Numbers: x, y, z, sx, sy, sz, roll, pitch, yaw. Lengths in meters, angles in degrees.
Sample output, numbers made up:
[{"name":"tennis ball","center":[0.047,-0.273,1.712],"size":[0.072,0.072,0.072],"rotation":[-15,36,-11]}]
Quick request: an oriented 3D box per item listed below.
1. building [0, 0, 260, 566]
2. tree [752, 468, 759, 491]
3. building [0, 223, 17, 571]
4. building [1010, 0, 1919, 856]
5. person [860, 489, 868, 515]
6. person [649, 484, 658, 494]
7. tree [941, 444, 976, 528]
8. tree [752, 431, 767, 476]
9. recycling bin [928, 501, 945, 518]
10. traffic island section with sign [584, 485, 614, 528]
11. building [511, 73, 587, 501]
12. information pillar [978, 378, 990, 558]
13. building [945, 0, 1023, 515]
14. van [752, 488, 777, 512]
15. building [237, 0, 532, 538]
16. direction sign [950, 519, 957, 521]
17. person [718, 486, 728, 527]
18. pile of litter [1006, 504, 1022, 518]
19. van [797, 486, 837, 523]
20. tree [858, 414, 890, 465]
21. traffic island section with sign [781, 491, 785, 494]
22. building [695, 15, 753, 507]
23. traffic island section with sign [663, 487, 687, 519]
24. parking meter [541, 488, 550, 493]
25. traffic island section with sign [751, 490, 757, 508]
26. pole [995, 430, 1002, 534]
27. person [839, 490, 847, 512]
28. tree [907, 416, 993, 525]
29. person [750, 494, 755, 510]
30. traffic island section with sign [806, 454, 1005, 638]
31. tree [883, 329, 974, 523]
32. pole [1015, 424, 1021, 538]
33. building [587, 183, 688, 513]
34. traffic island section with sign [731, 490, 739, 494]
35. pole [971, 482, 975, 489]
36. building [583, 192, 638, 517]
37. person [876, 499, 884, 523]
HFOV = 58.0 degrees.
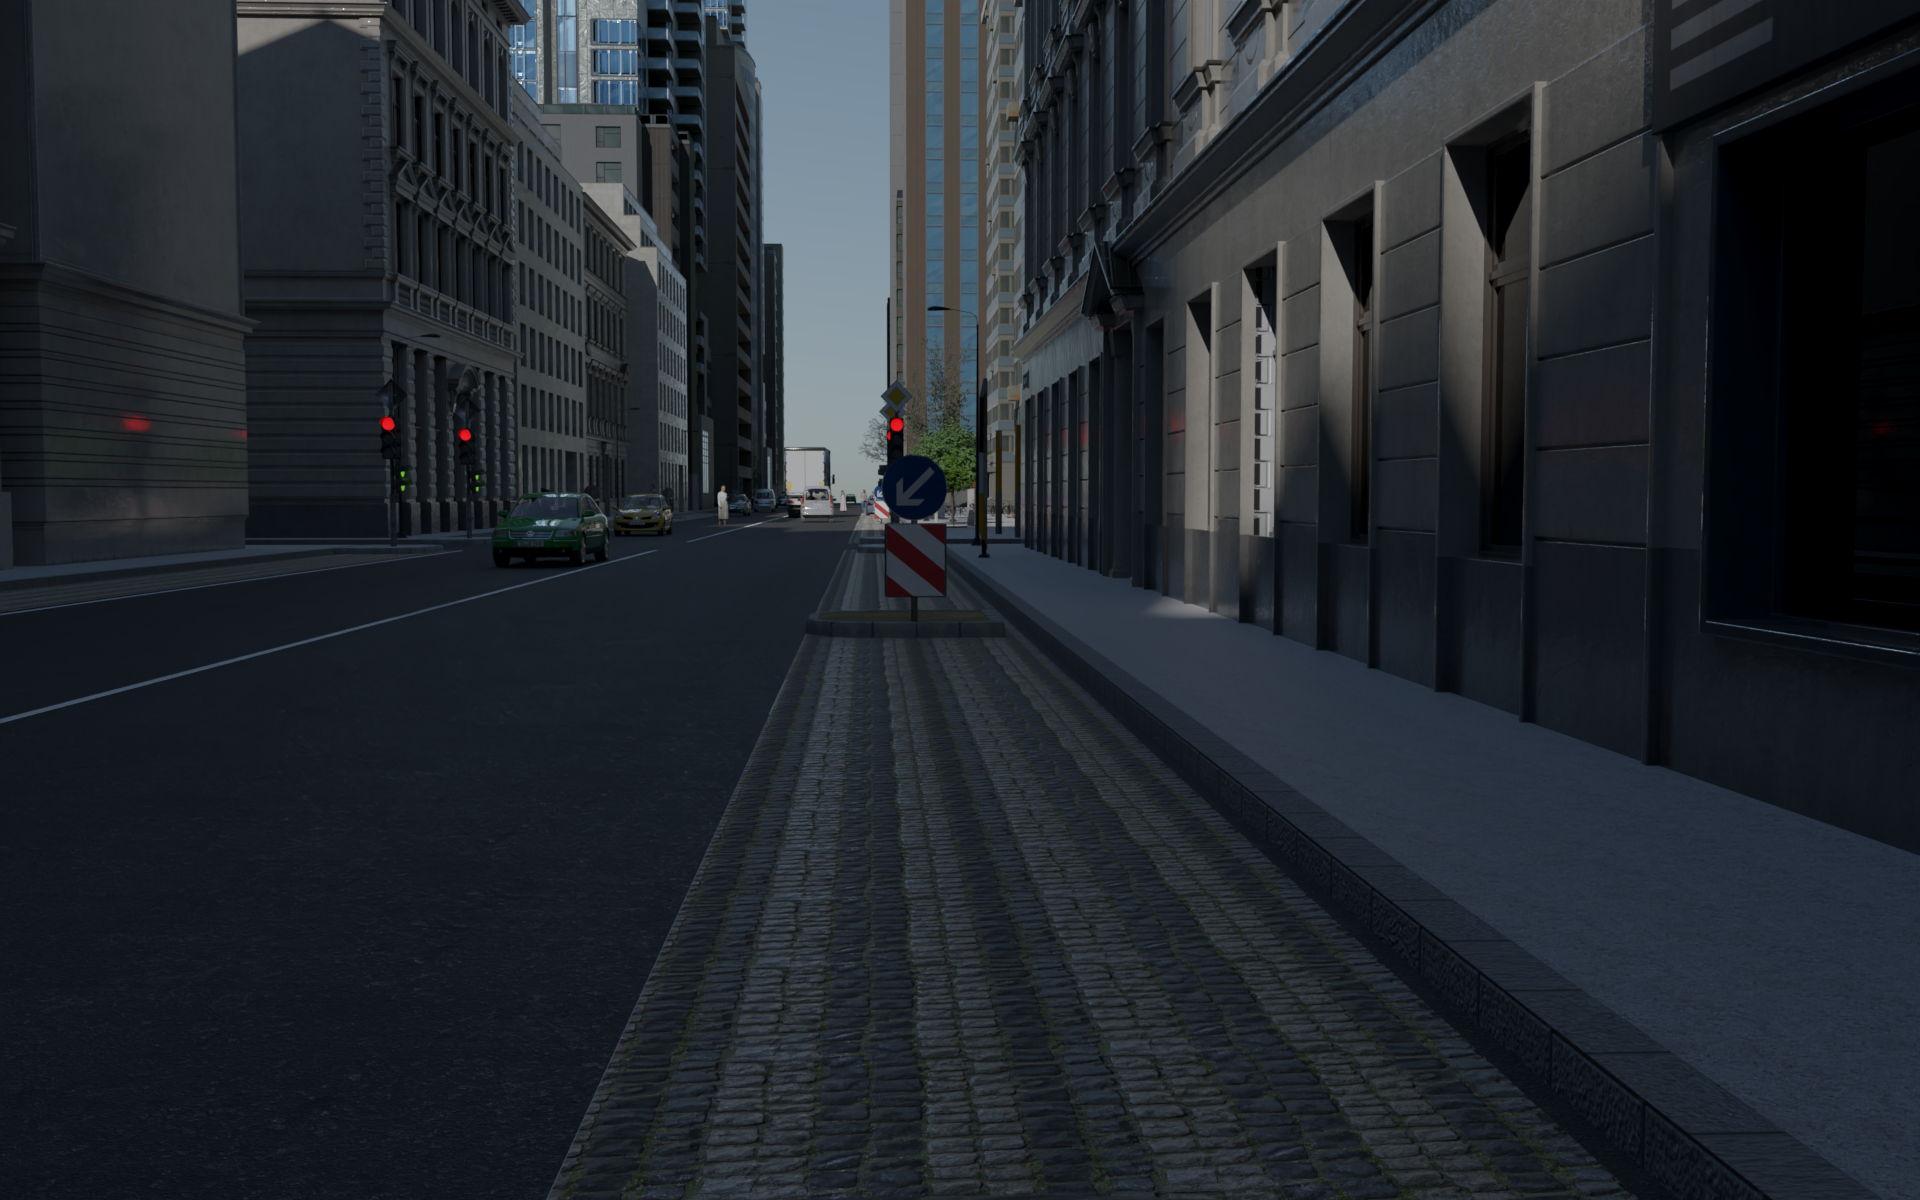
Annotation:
[{"name":"building","center":[-26.280,-12.138,34.612],"size":[21.152,22.565,11.583],"rotation":[0,4,-3]},{"name":"tree","center":[-24.110,-12.955,195.522],"size":[4.285,4.588,4.351],"rotation":[0,3,0]},{"name":"building","center":[-21.741,-14.055,17.186],"size":[14.401,28.519,23.554],"rotation":[0,4,-3]},{"name":"building","center":[10.467,-14.955,20.935],"size":[17.030,29.872,44.131],"rotation":[0,4,-3]},{"name":"person","center":[-6.576,-6.791,120.125],"size":[0.593,1.750,0.643],"rotation":[-3,5,-42]},{"name":"person","center":[-11.750,-3.532,66.366],"size":[0.853,1.813,0.709],"rotation":[-2,4,-25]},{"name":"tree","center":[-0.335,-4.377,66.163],"size":[1.663,3.219,1.824],"rotation":[0,3,0]},{"name":"tree","center":[-24.381,-15.322,200.883],"size":[4.360,8.622,3.978],"rotation":[0,3,0]},{"name":"recycling bin","center":[-1.264,-4.898,92.631],"size":[0.722,1.027,0.722],"rotation":[2,4,26]},{"name":"traffic island section with sign","center":[-15.425,-3.909,72.544],"size":[1.989,1.847,2.006],"rotation":[0,4,-3]},{"name":"building","center":[-23.470,-13.635,77.691],"size":[10.420,20.320,16.860],"rotation":[0,4,-3]},{"name":"information pillar","center":[0.472,-2.660,34.846],"size":[0.183,3.616,0.504],"rotation":[1,4,11]},{"name":"building","center":[14.440,-25.851,114.539],"size":[32.217,40.220,23.993],"rotation":[0,4,-3]},{"name":"van","center":[-15.521,-7.986,137.580],"size":[2.013,2.044,4.112],"rotation":[0,4,-4]},{"name":"building","center":[-21.964,-14.068,58.889],"size":[11.050,23.489,19.941],"rotation":[0,4,-3]},{"name":"direction sign","center":[-0.324,-5.466,81.362],"size":[0.876,3.537,0.379],"rotation":[3,5,41]},{"name":"person","center":[-10.414,-4.107,75.877],"size":[0.478,1.798,0.641],"rotation":[-2,4,-25]},{"name":"pile of litter","center":[3.045,-4.796,92.371],"size":[1.176,0.858,1.719],"rotation":[-1,4,-8]},{"name":"van","center":[-7.284,-4.970,88.275],"size":[2.013,2.044,4.112],"rotation":[0,4,-5]},{"name":"tree","center":[-7.279,-18.404,211.272],"size":[12.009,13.543,11.850],"rotation":[0,3,0]},{"name":"traffic island section with sign","center":[-23.599,-13.670,232.125],"size":[1.989,1.847,2.006],"rotation":[0,4,-3]},{"name":"building","center":[-33.146,-34.030,180.100],"size":[21.300,48.544,21.600],"rotation":[0,4,-3]},{"name":"traffic island section with sign","center":[-16.839,-5.597,100.134],"size":[1.989,1.847,2.006],"rotation":[0,4,-3]},{"name":"parking meter","center":[-17.256,-3.896,72.117],"size":[0.372,1.533,0.369],"rotation":[0,3,0]},{"name":"traffic island section with sign","center":[-20.789,-10.310,177.189],"size":[1.989,1.847,2.006],"rotation":[0,4,-3]},{"name":"pole","center":[1.240,-3.764,55.382],"size":[0.158,3.312,0.155],"rotation":[0,3,0]},{"name":"person","center":[-9.300,-7.833,137.232],"size":[0.621,1.740,0.551],"rotation":[0,4,1]},{"name":"tree","center":[-0.237,-5.471,73.164],"size":[4.285,4.588,4.351],"rotation":[0,3,0]},{"name":"person","center":[-18.830,-8.941,157.951],"size":[1.065,1.426,0.557],"rotation":[-3,5,-40]},{"name":"traffic island section with sign","center":[-0.597,-0.578,18.079],"size":[1.989,1.847,2.006],"rotation":[0,4,-3]},{"name":"tree","center":[-1.179,-7.782,77.604],"size":[4.360,8.622,3.978],"rotation":[0,3,0]},{"name":"pole","center":[1.701,-3.486,50.845],"size":[0.158,3.312,0.155],"rotation":[0,3,0]},{"name":"building","center":[-24.261,-15.915,114.968],"size":[10.420,20.320,16.860],"rotation":[0,4,-3]},{"name":"traffic island section with sign","center":[-19.386,-8.633,149.783],"size":[1.989,1.847,2.006],"rotation":[0,4,-3]},{"name":"pole","center":[0.651,-5.524,84.153],"size":[0.158,3.312,0.155],"rotation":[0,3,0]},{"name":"building","center":[-24.368,-14.136,95.745],"size":[10.561,19.102,19.286],"rotation":[0,4,-3]},{"name":"person","center":[-3.823,-4.591,83.903],"size":[0.444,1.785,0.601],"rotation":[-3,5,-42]}]
